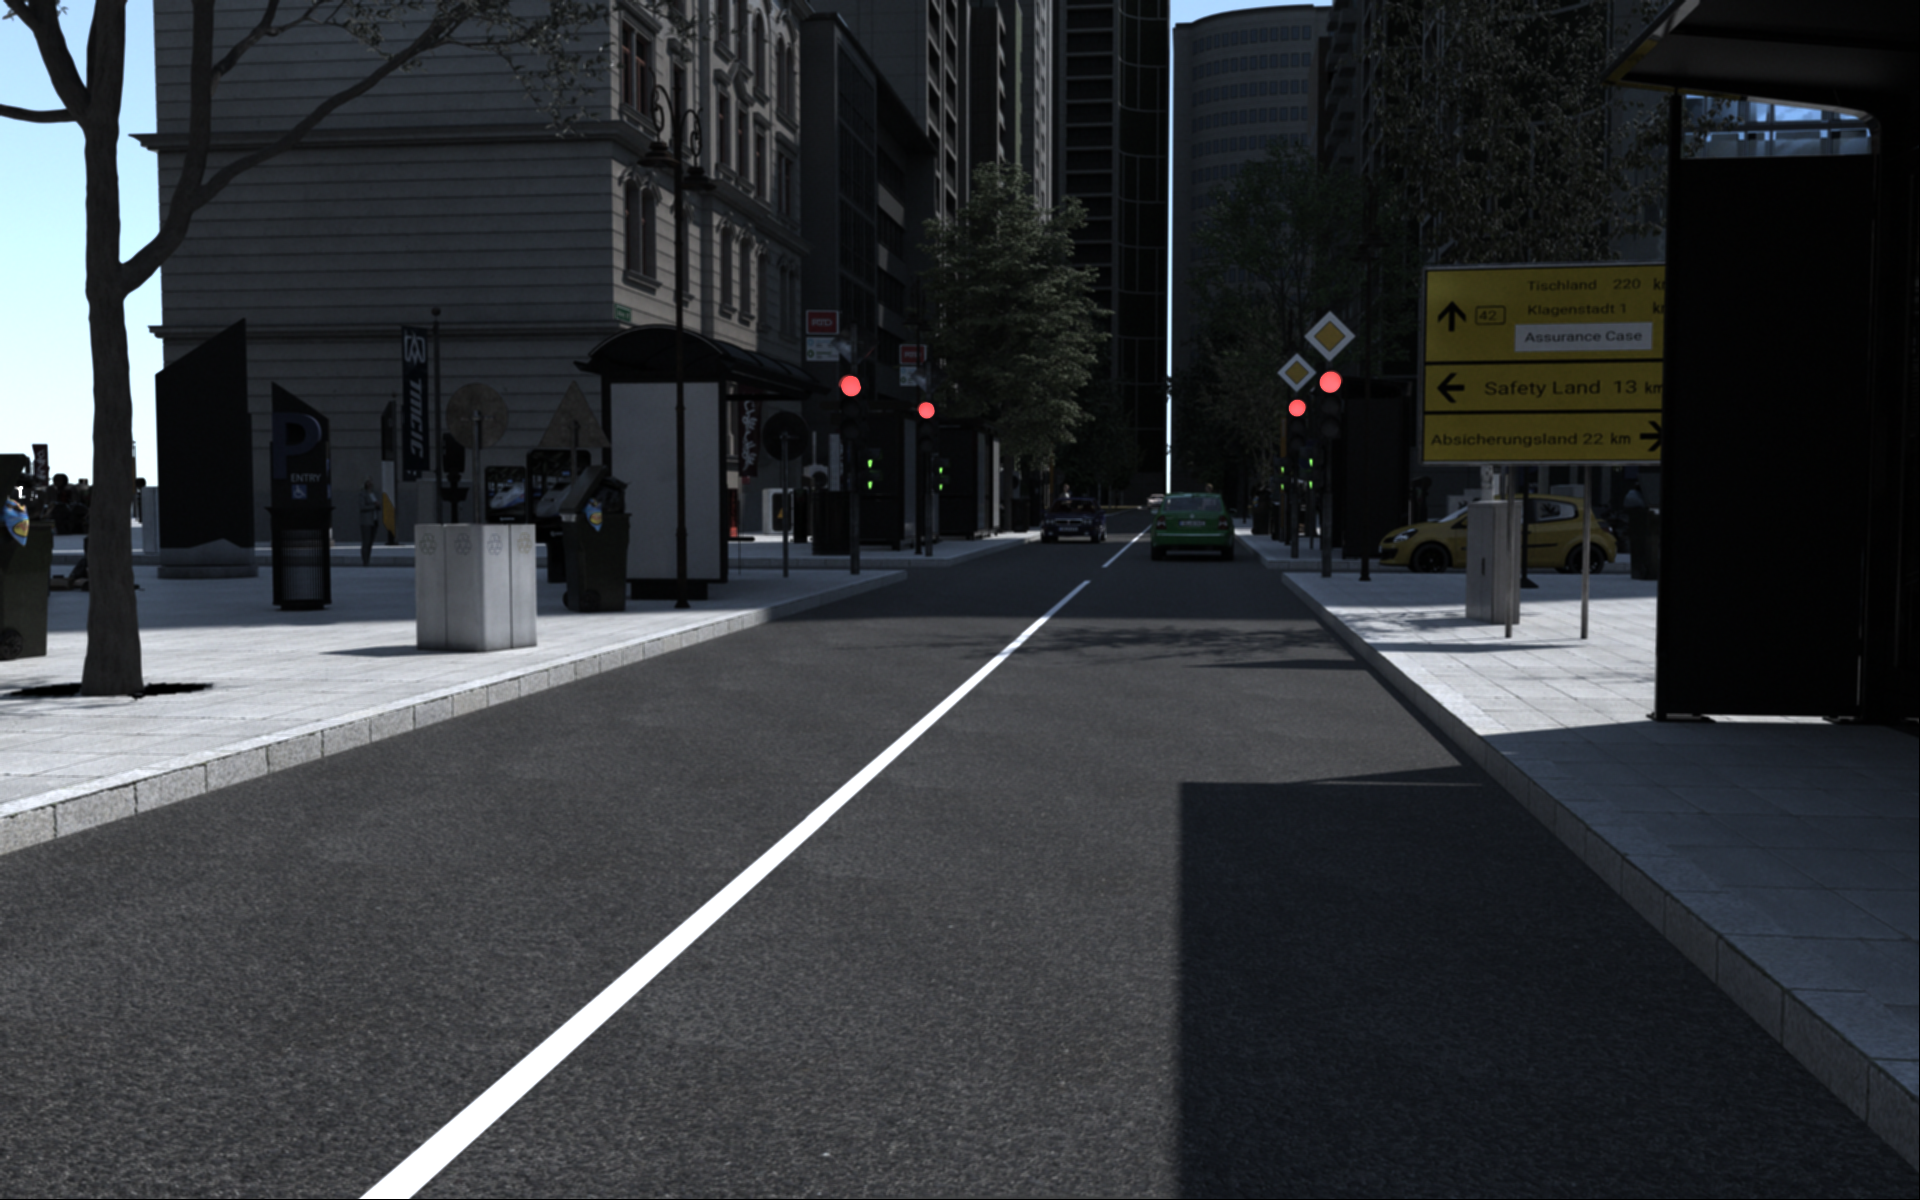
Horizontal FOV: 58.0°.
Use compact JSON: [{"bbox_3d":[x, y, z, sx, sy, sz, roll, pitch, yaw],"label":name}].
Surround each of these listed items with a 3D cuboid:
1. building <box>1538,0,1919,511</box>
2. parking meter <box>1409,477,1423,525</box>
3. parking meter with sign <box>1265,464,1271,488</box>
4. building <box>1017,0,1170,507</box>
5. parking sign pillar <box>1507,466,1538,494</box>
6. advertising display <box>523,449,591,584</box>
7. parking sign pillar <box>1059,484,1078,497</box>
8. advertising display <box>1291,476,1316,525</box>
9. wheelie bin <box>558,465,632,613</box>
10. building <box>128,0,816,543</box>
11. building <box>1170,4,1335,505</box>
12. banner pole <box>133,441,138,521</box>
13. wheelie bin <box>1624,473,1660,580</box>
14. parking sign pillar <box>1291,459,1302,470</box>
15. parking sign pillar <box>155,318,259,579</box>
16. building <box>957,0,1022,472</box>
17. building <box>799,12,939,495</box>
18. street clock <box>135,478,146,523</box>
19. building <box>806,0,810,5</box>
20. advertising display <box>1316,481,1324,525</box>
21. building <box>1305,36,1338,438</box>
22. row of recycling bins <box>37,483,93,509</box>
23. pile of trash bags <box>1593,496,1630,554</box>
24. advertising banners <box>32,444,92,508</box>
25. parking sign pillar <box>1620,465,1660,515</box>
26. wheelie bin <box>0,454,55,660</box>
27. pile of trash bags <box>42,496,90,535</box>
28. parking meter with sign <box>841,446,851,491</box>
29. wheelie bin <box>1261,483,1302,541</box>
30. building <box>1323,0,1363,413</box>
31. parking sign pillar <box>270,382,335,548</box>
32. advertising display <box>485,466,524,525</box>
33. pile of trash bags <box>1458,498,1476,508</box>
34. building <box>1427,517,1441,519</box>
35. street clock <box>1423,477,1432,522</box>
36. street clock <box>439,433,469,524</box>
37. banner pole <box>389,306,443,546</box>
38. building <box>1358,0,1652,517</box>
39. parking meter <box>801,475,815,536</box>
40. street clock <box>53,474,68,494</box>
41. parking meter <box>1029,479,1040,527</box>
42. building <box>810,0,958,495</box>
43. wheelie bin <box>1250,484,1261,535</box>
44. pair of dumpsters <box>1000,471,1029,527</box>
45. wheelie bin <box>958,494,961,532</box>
[{"bbox_3d":[33.683,-45.024,48.811,31.000,86.520,22.319,0,4,7],"label":"building"},{"bbox_3d":[15.684,-3.294,59.575,0.399,1.863,0.255,-1,4,-9],"label":"parking meter"},{"bbox_3d":[18.252,-6.439,101.541,0.543,3.016,1.738,1,4,21],"label":"parking meter with sign"},{"bbox_3d":[14.920,-47.234,210.535,20.611,71.187,20.563,0,4,7],"label":"building"},{"bbox_3d":[25.405,-5.395,76.688,1.447,3.967,1.447,-3,4,-36],"label":"parking sign pillar"},{"bbox_3d":[-5.783,-1.212,25.024,0.974,1.923,0.123,-3,5,-41],"label":"advertising display"},{"bbox_3d":[6.190,-6.792,99.514,1.447,3.967,1.447,-3,5,-41],"label":"parking sign pillar"},{"bbox_3d":[12.523,-3.573,63.627,0.974,1.923,0.123,-1,4,-23],"label":"advertising display"},{"bbox_3d":[-4.003,-0.682,19.052,0.693,1.594,0.980,-2,4,-30],"label":"wheelie bin"},{"bbox_3d":[-13.599,-16.432,56.045,14.401,28.519,23.554,0,4,7],"label":"building"},{"bbox_3d":[39.625,-40.753,208.315,28.212,58.520,21.231,0,4,7],"label":"building"},{"bbox_3d":[-39.018,-5.593,81.457,0.863,3.779,0.401,-3,5,-40],"label":"banner pole"},{"bbox_3d":[10.419,-1.106,25.999,0.980,1.594,0.693,0,4,-7],"label":"wheelie bin"},{"bbox_3d":[19.823,-6.948,102.072,1.447,3.967,1.447,1,4,23],"label":"parking sign pillar"},{"bbox_3d":[-11.609,-2.334,26.634,1.447,3.967,1.447,-1,4,-12],"label":"parking sign pillar"},{"bbox_3d":[-2.720,-27.852,138.973,14.154,41.232,14.086,0,4,7],"label":"building"},{"bbox_3d":[-10.090,-16.151,83.128,14.314,24.678,30.058,0,4,7],"label":"building"},{"bbox_3d":[-36.199,-4.404,76.571,0.358,2.002,0.471,0,4,6],"label":"street clock"},{"bbox_3d":[-8.718,-41.781,121.379,20.563,71.187,20.611,0,4,7],"label":"building"},{"bbox_3d":[15.166,-4.099,72.232,0.123,1.923,0.974,-3,5,-40],"label":"advertising display"},{"bbox_3d":[40.778,-31.601,166.794,14.600,45.320,14.200,0,4,7],"label":"building"},{"bbox_3d":[-33.739,-3.613,66.193,3.534,1.692,1.069,2,4,31],"label":"row of recycling bins"},{"bbox_3d":[14.448,-1.728,38.001,3.447,1.369,1.912,1,4,9],"label":"pile of trash bags"},{"bbox_3d":[-31.168,-3.922,60.306,2.074,3.025,0.090,-1,4,-9],"label":"advertising banners"},{"bbox_3d":[16.252,-3.198,40.758,1.447,3.967,1.447,1,4,20],"label":"parking sign pillar"},{"bbox_3d":[-7.585,-0.347,13.579,0.980,1.594,0.693,1,4,16],"label":"wheelie bin"},{"bbox_3d":[-28.768,-2.729,54.380,3.447,1.369,1.912,-3,5,-43],"label":"pile of trash bags"},{"bbox_3d":[-4.172,-4.047,62.437,0.543,3.016,1.738,-1,4,-8],"label":"parking meter with sign"},{"bbox_3d":[8.993,-2.440,47.807,0.980,1.594,0.693,3,4,37],"label":"wheelie bin"},{"bbox_3d":[42.130,-32.064,143.860,23.786,49.044,30.456,0,4,7],"label":"building"},{"bbox_3d":[-15.806,-3.245,41.521,1.447,3.967,1.447,0,4,-6],"label":"parking sign pillar"},{"bbox_3d":[-10.446,-2.118,39.851,0.974,1.923,0.123,-3,5,-41],"label":"advertising display"},{"bbox_3d":[16.301,-2.546,51.385,3.447,1.369,1.912,2,4,26],"label":"pile of trash bags"},{"bbox_3d":[34.055,-39.930,91.102,20.563,71.187,20.611,0,4,7],"label":"building"},{"bbox_3d":[19.277,-4.111,71.784,0.471,2.002,0.358,0,4,0],"label":"street clock"},{"bbox_3d":[-5.993,-0.977,20.537,0.358,2.002,0.471,-1,4,-21],"label":"street clock"},{"bbox_3d":[-7.091,-2.017,22.988,0.401,3.779,0.863,2,4,27],"label":"banner pole"},{"bbox_3d":[36.670,-41.587,118.195,20.563,71.187,20.611,0,4,7],"label":"building"},{"bbox_3d":[-4.613,-2.874,52.702,0.399,1.863,0.255,2,4,27],"label":"parking meter"},{"bbox_3d":[-31.737,-3.461,61.157,0.471,2.002,0.358,1,4,15],"label":"street clock"},{"bbox_3d":[2.930,-3.798,67.800,0.399,1.863,0.255,-3,5,-44],"label":"parking meter"},{"bbox_3d":[-1.980,-44.673,168.647,20.611,71.187,20.563,0,4,7],"label":"building"},{"bbox_3d":[9.587,-2.851,54.525,0.693,1.594,0.980,2,4,33],"label":"wheelie bin"},{"bbox_3d":[1.876,-4.128,69.987,1.574,2.255,4.437,0,4,8],"label":"pair of dumpsters"},{"bbox_3d":[0.327,-3.129,59.068,0.980,1.594,0.693,-3,5,-41],"label":"wheelie bin"}]
